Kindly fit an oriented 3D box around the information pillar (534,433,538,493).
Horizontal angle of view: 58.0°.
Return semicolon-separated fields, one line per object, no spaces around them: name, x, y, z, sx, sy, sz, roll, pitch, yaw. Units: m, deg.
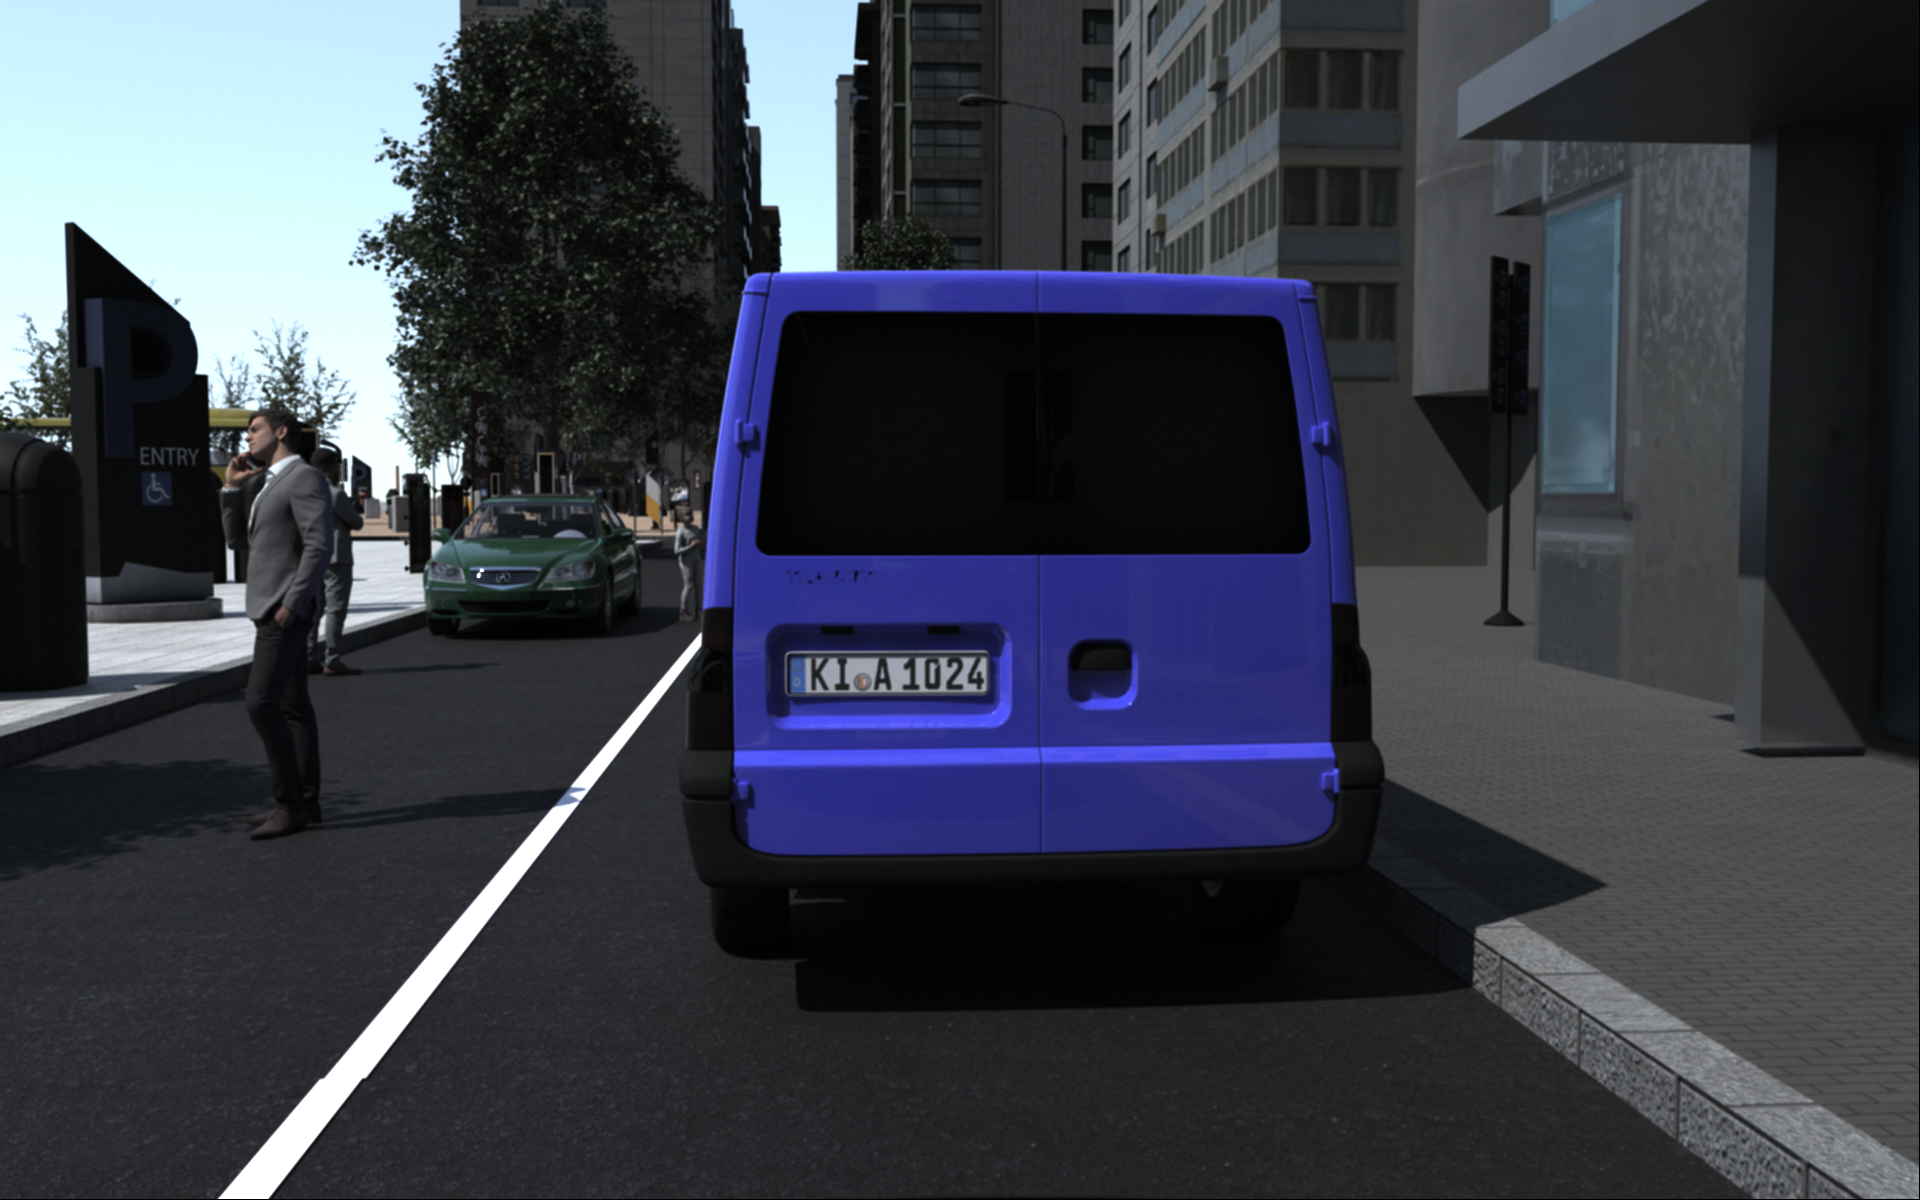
information pillar;-16.107;-4.561;65.923;0.183;3.616;0.504;0;4;-7

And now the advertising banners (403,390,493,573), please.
advertising banners;-8.463;-1.994;28.794;0.090;3.025;2.074;2;4;27

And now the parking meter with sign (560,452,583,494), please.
parking meter with sign;-16.282;-4.619;71.775;0.543;3.016;1.738;-3;5;-40

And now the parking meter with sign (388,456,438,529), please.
parking meter with sign;-20.284;-4.154;64.173;1.738;3.016;0.543;-3;4;-39

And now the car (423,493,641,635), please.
car;-4.629;-0.455;19.229;2.131;1.459;4.920;0;4;-4

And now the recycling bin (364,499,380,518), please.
recycling bin;-31.144;-4.842;91.717;0.722;1.027;0.722;-1;4;-22

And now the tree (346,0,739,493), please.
tree;-9.348;-7.491;39.488;9.611;12.733;9.660;0;3;0

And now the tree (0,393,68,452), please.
tree;-18.367;-2.365;33.271;1.663;3.219;1.824;0;3;0

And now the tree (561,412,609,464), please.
tree;-21.928;-10.894;112.529;8.767;10.594;7.601;0;4;-2

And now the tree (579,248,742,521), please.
tree;-13.314;-10.601;83.692;12.009;13.543;11.850;0;3;0

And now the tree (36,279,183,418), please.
tree;-28.427;-6.656;59.181;4.737;8.622;4.395;0;3;0

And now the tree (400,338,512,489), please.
tree;-22.022;-7.623;74.995;4.360;8.622;3.978;0;3;0

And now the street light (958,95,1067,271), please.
street light;0.681;-2.925;20.359;1.470;5.913;1.316;0;4;-5

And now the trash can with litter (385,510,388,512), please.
trash can with litter;-38.897;-6.570;118.804;0.624;1.170;1.055;3;4;38

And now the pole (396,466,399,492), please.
pole;-40.130;-7.937;123.607;0.158;3.312;0.155;0;3;0

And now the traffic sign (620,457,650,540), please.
traffic sign;-8.726;-2.620;46.486;0.795;2.450;0.064;0;4;-5

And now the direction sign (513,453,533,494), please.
direction sign;-24.358;-6.366;96.086;0.876;3.537;0.379;0;4;-1

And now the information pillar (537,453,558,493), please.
information pillar;-7.358;-1.619;30.969;0.304;2.012;0.304;0;4;0

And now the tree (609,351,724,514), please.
tree;-14.171;-10.123;99.917;8.767;10.594;7.601;2;4;26

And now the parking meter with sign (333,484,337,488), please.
parking meter with sign;-35.426;-6.199;97.606;0.543;3.016;1.738;1;4;11

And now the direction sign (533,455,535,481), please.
direction sign;-25.071;-6.692;101.412;0.876;3.537;0.379;2;4;25

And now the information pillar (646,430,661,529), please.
information pillar;-11.147;-4.375;62.882;0.504;3.616;0.183;0;4;2

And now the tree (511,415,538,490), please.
tree;-27.622;-9.436;104.641;4.360;8.622;3.978;0;3;0

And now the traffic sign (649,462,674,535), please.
traffic sign;-9.377;-3.107;54.445;0.795;2.450;0.064;0;4;-5

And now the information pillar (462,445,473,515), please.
information pillar;-23.304;-5.543;81.980;0.504;3.616;0.183;1;4;17

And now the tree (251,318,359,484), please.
tree;-27.702;-7.475;72.575;4.737;8.622;4.395;0;3;0

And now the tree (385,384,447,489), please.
tree;-33.947;-9.718;109.254;4.737;8.622;4.395;0;3;0

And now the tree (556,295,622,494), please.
tree;-12.996;-6.584;58.014;4.737;8.622;4.395;0;3;0

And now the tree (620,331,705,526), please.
tree;-12.160;-7.251;68.921;4.360;8.622;3.978;0;3;0

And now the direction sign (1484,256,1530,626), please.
direction sign;5.335;-1.522;16.875;0.379;3.537;0.876;3;5;40

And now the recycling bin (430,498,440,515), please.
recycling bin;-31.896;-5.666;105.188;0.722;1.027;0.722;0;4;6

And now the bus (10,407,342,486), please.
bus;-24.310;-3.544;49.498;12.252;3.916;2.896;0;4;-4

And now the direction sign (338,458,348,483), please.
direction sign;-39.097;-7.199;109.705;0.876;3.537;0.379;2;4;26

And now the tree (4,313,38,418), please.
tree;-36.161;-7.469;72.473;4.737;8.622;4.395;0;3;0

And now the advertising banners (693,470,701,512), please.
advertising banners;-18.286;-7.902;125.381;2.074;3.025;0.090;0;4;1

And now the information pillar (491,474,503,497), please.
information pillar;-16.602;-3.524;62.115;0.304;2.012;0.304;1;4;9

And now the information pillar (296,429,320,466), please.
information pillar;-7.394;-0.925;19.612;0.304;2.012;0.304;-1;4;-20

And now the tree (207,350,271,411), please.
tree;-37.197;-8.415;87.941;4.360;8.622;3.978;0;3;0

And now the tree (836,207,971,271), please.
tree;-2.166;-9.326;69.490;9.611;12.733;9.660;0;3;0
